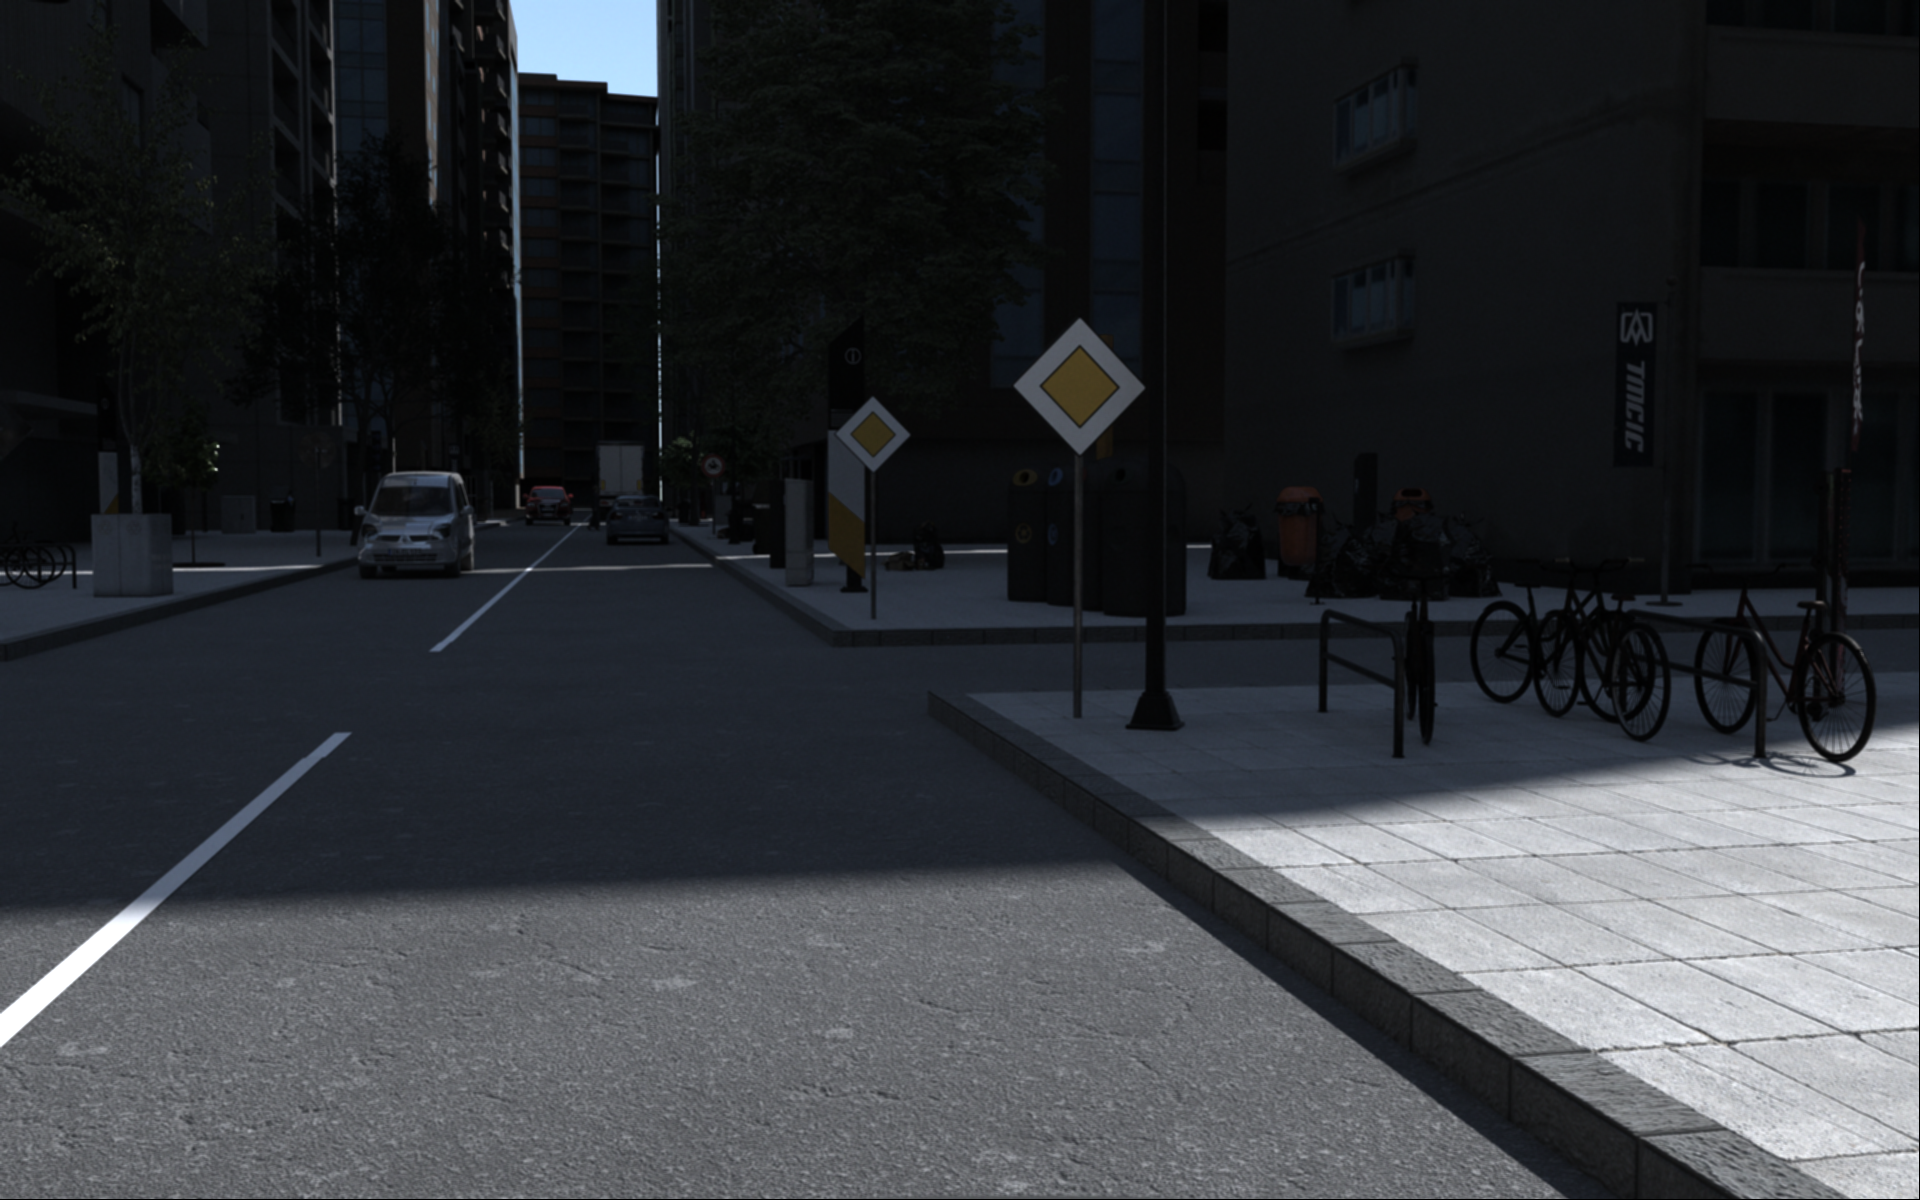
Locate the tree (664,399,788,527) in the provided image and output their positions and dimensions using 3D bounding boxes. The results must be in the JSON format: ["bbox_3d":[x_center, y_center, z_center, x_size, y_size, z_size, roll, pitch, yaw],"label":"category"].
[{"bbox_3d":[-7.472,-4.621,59.269,4.285,4.588,4.351,0,3,0],"label":"tree"}]

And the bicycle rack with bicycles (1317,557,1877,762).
[{"bbox_3d":[3.149,0.241,9.445,2.852,0.926,2.925,0,4,1],"label":"bicycle rack with bicycles"}]

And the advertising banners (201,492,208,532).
[{"bbox_3d":[-25.641,-3.820,58.639,0.090,3.025,2.074,-2,4,-28],"label":"advertising banners"}]

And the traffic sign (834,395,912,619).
[{"bbox_3d":[-0.890,-0.860,17.698,0.795,2.450,0.064,-1,4,-11],"label":"traffic sign"}]

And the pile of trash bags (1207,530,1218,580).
[{"bbox_3d":[5.406,-1.011,26.279,3.447,1.369,1.912,1,4,18],"label":"pile of trash bags"}]

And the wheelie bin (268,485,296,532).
[{"bbox_3d":[-22.804,-3.081,58.279,0.980,1.594,0.693,1,4,8],"label":"wheelie bin"}]

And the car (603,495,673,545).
[{"bbox_3d":[-9.352,-2.344,50.333,2.014,1.417,4.499,-1,4,-10],"label":"car"}]

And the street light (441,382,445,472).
[{"bbox_3d":[-18.299,-5.543,63.176,1.470,5.913,1.316,-1,4,-11],"label":"street light"}]

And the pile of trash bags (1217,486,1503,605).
[{"bbox_3d":[5.049,-0.702,21.228,3.447,1.369,1.912,-3,5,-42],"label":"pile of trash bags"}]

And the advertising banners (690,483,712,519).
[{"bbox_3d":[-13.265,-5.698,89.356,2.074,3.025,0.090,3,5,44],"label":"advertising banners"}]

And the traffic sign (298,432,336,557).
[{"bbox_3d":[-13.131,-2.158,35.389,0.768,2.556,0.104,0,4,-4],"label":"traffic sign"}]

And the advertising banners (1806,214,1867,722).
[{"bbox_3d":[5.333,-0.874,10.471,0.090,3.025,2.074,2,4,32],"label":"advertising banners"}]

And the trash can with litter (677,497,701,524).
[{"bbox_3d":[-11.734,-3.894,75.052,1.055,1.170,0.624,1,4,13],"label":"trash can with litter"}]

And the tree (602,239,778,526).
[{"bbox_3d":[-10.475,-8.757,68.927,9.928,11.665,9.643,0,3,0],"label":"tree"}]

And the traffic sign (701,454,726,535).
[{"bbox_3d":[-7.800,-3.348,54.846,0.768,2.556,0.104,0,4,-5],"label":"traffic sign"}]

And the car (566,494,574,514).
[{"bbox_3d":[-28.463,-6.930,123.085,2.009,1.686,4.222,-1,4,-9],"label":"car"}]

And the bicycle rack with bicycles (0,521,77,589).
[{"bbox_3d":[-13.463,-0.621,23.543,2.925,0.926,2.852,-3,5,-40],"label":"bicycle rack with bicycles"}]

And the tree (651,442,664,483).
[{"bbox_3d":[-13.324,-6.284,86.460,4.285,4.588,4.351,0,3,0],"label":"tree"}]

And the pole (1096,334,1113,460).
[{"bbox_3d":[1.858,-1.739,22.274,0.158,3.312,0.155,0,3,0],"label":"pole"}]

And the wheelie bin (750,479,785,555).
[{"bbox_3d":[-4.028,-1.772,36.886,0.980,1.594,0.693,2,4,25],"label":"wheelie bin"}]

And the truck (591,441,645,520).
[{"bbox_3d":[-19.224,-6.632,97.342,2.839,4.237,11.283,-1,4,-13],"label":"truck"}]

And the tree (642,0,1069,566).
[{"bbox_3d":[-1.551,-6.888,30.754,7.486,12.596,7.792,0,3,0],"label":"tree"}]

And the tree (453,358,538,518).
[{"bbox_3d":[-24.725,-8.672,92.146,4.737,8.622,4.395,0,3,0],"label":"tree"}]

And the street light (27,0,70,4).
[{"bbox_3d":[-8.867,-2.655,15.952,1.470,5.913,1.316,-1,4,-11],"label":"street light"}]

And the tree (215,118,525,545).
[{"bbox_3d":[-14.704,-6.629,42.795,7.601,10.594,8.767,0,4,5],"label":"tree"}]

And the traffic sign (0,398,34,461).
[{"bbox_3d":[-9.028,-0.762,16.104,0.795,2.450,0.064,-1,4,-11],"label":"traffic sign"}]

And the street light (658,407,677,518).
[{"bbox_3d":[-15.662,-7.267,91.349,1.470,5.913,1.316,-1,4,-11],"label":"street light"}]

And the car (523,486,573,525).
[{"bbox_3d":[-19.286,-4.429,81.079,2.281,1.827,5.304,-1,4,-13],"label":"car"}]

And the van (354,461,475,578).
[{"bbox_3d":[-9.635,-1.456,30.818,2.013,2.044,4.112,-1,4,-11],"label":"van"}]

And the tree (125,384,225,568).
[{"bbox_3d":[-13.605,-2.212,30.770,1.663,3.219,1.824,0,3,0],"label":"tree"}]

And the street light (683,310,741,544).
[{"bbox_3d":[-6.309,-4.372,44.021,1.470,5.913,1.316,-1,4,-11],"label":"street light"}]

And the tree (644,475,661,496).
[{"bbox_3d":[-28.370,-10.199,161.350,1.663,3.219,1.824,0,3,0],"label":"tree"}]

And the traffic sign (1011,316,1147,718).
[{"bbox_3d":[0.671,-0.381,9.867,0.795,2.450,0.064,-1,4,-11],"label":"traffic sign"}]

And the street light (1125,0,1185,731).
[{"bbox_3d":[0.543,-2.246,9.260,1.470,5.913,1.316,-1,4,-11],"label":"street light"}]

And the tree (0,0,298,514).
[{"bbox_3d":[-12.675,-4.689,27.029,4.737,8.622,4.395,0,3,0],"label":"tree"}]
